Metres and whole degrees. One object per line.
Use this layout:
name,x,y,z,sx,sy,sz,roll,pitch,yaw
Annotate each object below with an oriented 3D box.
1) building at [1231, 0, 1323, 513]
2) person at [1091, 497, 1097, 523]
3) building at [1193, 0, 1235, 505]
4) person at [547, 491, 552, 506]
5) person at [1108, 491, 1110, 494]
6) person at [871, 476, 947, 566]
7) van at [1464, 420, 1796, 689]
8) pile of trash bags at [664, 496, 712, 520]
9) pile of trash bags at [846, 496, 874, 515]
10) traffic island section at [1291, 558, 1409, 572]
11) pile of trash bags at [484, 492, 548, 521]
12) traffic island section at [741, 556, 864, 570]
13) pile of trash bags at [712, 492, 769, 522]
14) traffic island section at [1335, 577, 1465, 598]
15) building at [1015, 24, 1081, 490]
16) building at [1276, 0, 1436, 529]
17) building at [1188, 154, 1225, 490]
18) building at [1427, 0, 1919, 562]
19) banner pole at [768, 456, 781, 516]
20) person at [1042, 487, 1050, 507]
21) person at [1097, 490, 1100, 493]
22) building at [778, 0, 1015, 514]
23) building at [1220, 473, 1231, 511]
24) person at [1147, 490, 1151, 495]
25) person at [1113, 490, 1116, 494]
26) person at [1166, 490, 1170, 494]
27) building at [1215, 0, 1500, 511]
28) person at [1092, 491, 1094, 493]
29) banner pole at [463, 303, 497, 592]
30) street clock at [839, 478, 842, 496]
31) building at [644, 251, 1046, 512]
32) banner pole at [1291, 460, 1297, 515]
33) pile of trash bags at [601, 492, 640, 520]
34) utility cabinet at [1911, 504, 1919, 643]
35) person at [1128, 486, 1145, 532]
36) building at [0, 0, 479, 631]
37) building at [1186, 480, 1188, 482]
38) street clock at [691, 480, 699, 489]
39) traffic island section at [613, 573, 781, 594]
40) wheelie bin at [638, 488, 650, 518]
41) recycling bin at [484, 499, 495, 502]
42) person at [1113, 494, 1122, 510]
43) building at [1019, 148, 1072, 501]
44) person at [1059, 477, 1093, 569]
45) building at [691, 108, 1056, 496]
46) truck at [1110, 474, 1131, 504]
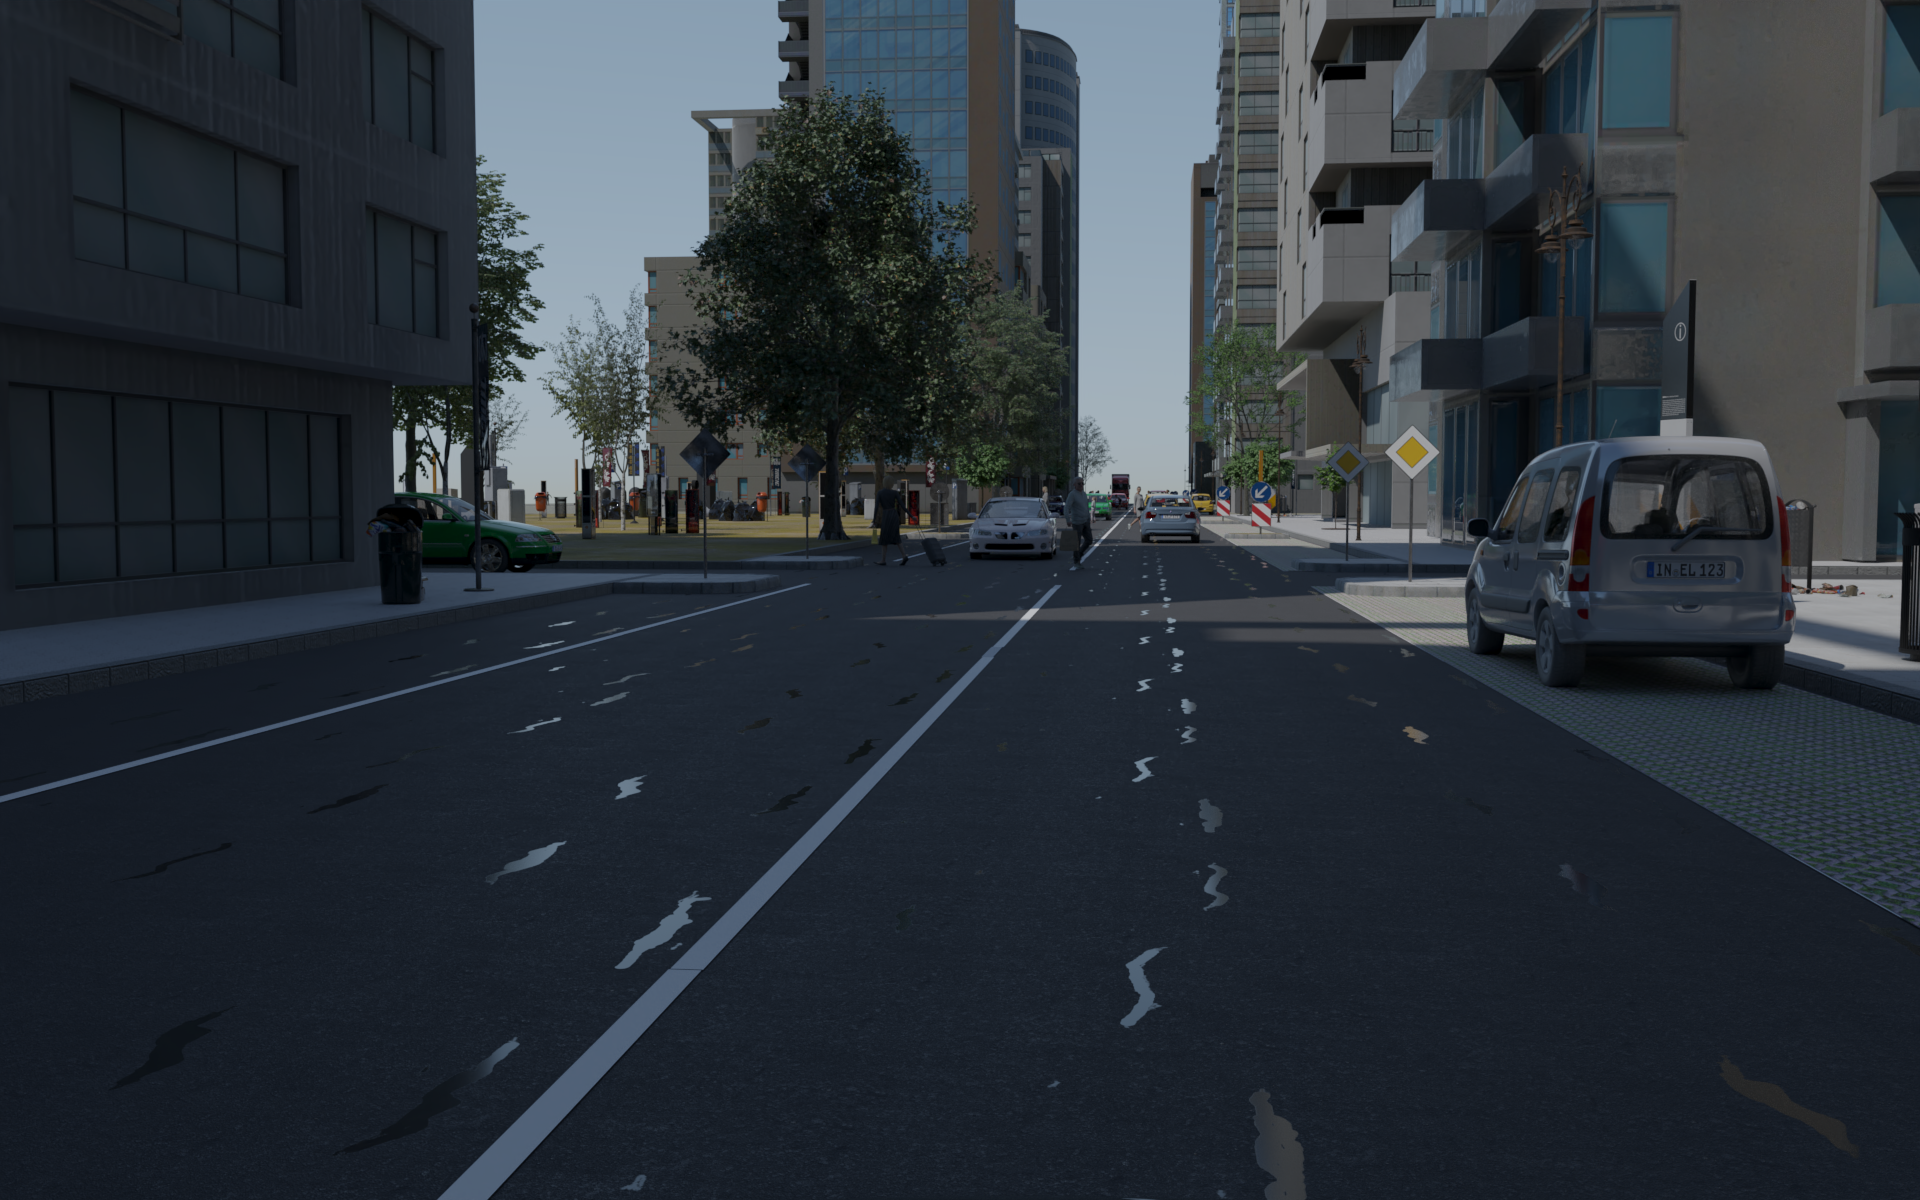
building,26.023,-26.708,120.268,14.154,41.232,14.086,0,4,6
person,6.582,-4.468,85.826,0.394,1.301,0.425,1,4,12
building,39.382,-54.495,203.661,22.319,86.520,31.000,0,4,6
person,-46.600,-11.392,195.577,1.217,1.723,0.721,1,4,13
person,16.622,-11.235,192.894,1.217,1.736,0.721,3,4,38
person,-1.077,-1.584,34.622,1.509,1.804,0.699,2,4,27
van,5.269,-0.432,14.082,2.013,2.044,4.112,0,4,5
pile of trash bags,-13.358,-4.757,87.524,3.447,1.369,1.912,1,4,15
pile of trash bags,-5.567,-5.904,106.282,3.447,1.369,1.912,-2,4,-29
traffic island section,7.435,-0.668,33.199,2.009,0.180,2.903,0,4,6
pile of trash bags,-21.478,-4.468,82.811,3.447,1.369,1.912,-1,4,-23
traffic island section,-3.046,-0.737,34.325,2.009,0.180,2.903,0,4,6
pile of trash bags,-9.912,-4.378,81.333,1.912,1.369,3.447,-2,4,-34
traffic island section,6.582,-0.182,25.259,2.009,0.180,2.903,0,4,6
building,4.114,-41.491,220.382,21.231,58.520,28.212,0,4,6
building,28.347,-29.679,74.484,28.713,52.752,27.495,0,4,6
building,37.329,-35.334,227.825,14.600,45.320,14.200,0,4,6
building,25.850,-25.722,40.163,30.456,49.044,23.786,0,4,6
banner pole,-10.839,-6.798,101.156,0.863,3.779,0.401,-1,4,-13
person,4.301,-4.765,86.592,0.728,1.800,0.709,0,4,-5
person,13.865,-10.119,173.941,0.705,1.824,1.348,-2,4,-23
building,-3.727,-28.521,116.428,14.600,45.320,14.200,0,4,6
building,37.462,-27.297,138.187,32.217,40.220,23.993,0,4,6
person,15.482,-8.178,142.992,0.721,1.735,1.217,-1,4,-14
person,18.422,-12.176,207.212,1.348,1.869,0.705,2,4,29
person,13.238,-6.224,111.079,0.721,1.723,1.217,-3,4,-38
building,35.884,-33.418,166.000,23.786,49.044,30.456,0,4,6
person,12.401,-9.451,163.472,0.683,1.767,0.568,0,4,-7
banner pole,-6.259,-1.995,22.634,0.401,3.779,0.863,-2,4,-31
street clock,-5.426,-4.427,76.950,0.358,2.002,0.471,-1,4,-18
building,-7.722,-18.003,139.385,27.650,21.520,28.899,0,4,6
banner pole,20.298,-7.038,105.080,0.401,3.779,0.863,-1,4,-20
pile of trash bags,-17.210,-4.741,87.263,1.912,1.369,3.447,1,4,23
utility cabinet,8.760,-0.227,14.872,1.020,1.237,0.306,0,4,2
person,6.765,-3.469,65.965,0.760,1.731,0.466,1,4,16
building,-14.332,-20.635,20.970,14.086,41.232,14.154,0,4,6
building,44.815,-38.515,249.324,23.786,49.044,30.456,0,4,6
street clock,-13.620,-5.168,89.073,0.358,2.002,0.471,1,4,18
traffic island section,-3.899,-0.251,26.385,2.009,0.180,2.903,0,4,6
wheelie bin,-17.042,-5.250,93.742,0.980,1.594,0.693,-1,4,-20
recycling bin,-26.851,-5.274,98.787,0.722,1.027,0.722,-3,5,-42
person,13.944,-8.640,152.959,0.628,1.438,0.799,1,4,22
building,5.561,-31.555,199.525,14.154,41.232,14.086,0,4,6
person,2.204,-1.483,33.233,0.515,1.767,0.782,3,5,42
building,-7.096,-29.005,166.114,32.217,40.220,23.993,0,4,6
truck,22.496,-15.517,242.613,2.839,4.237,11.283,0,4,6
